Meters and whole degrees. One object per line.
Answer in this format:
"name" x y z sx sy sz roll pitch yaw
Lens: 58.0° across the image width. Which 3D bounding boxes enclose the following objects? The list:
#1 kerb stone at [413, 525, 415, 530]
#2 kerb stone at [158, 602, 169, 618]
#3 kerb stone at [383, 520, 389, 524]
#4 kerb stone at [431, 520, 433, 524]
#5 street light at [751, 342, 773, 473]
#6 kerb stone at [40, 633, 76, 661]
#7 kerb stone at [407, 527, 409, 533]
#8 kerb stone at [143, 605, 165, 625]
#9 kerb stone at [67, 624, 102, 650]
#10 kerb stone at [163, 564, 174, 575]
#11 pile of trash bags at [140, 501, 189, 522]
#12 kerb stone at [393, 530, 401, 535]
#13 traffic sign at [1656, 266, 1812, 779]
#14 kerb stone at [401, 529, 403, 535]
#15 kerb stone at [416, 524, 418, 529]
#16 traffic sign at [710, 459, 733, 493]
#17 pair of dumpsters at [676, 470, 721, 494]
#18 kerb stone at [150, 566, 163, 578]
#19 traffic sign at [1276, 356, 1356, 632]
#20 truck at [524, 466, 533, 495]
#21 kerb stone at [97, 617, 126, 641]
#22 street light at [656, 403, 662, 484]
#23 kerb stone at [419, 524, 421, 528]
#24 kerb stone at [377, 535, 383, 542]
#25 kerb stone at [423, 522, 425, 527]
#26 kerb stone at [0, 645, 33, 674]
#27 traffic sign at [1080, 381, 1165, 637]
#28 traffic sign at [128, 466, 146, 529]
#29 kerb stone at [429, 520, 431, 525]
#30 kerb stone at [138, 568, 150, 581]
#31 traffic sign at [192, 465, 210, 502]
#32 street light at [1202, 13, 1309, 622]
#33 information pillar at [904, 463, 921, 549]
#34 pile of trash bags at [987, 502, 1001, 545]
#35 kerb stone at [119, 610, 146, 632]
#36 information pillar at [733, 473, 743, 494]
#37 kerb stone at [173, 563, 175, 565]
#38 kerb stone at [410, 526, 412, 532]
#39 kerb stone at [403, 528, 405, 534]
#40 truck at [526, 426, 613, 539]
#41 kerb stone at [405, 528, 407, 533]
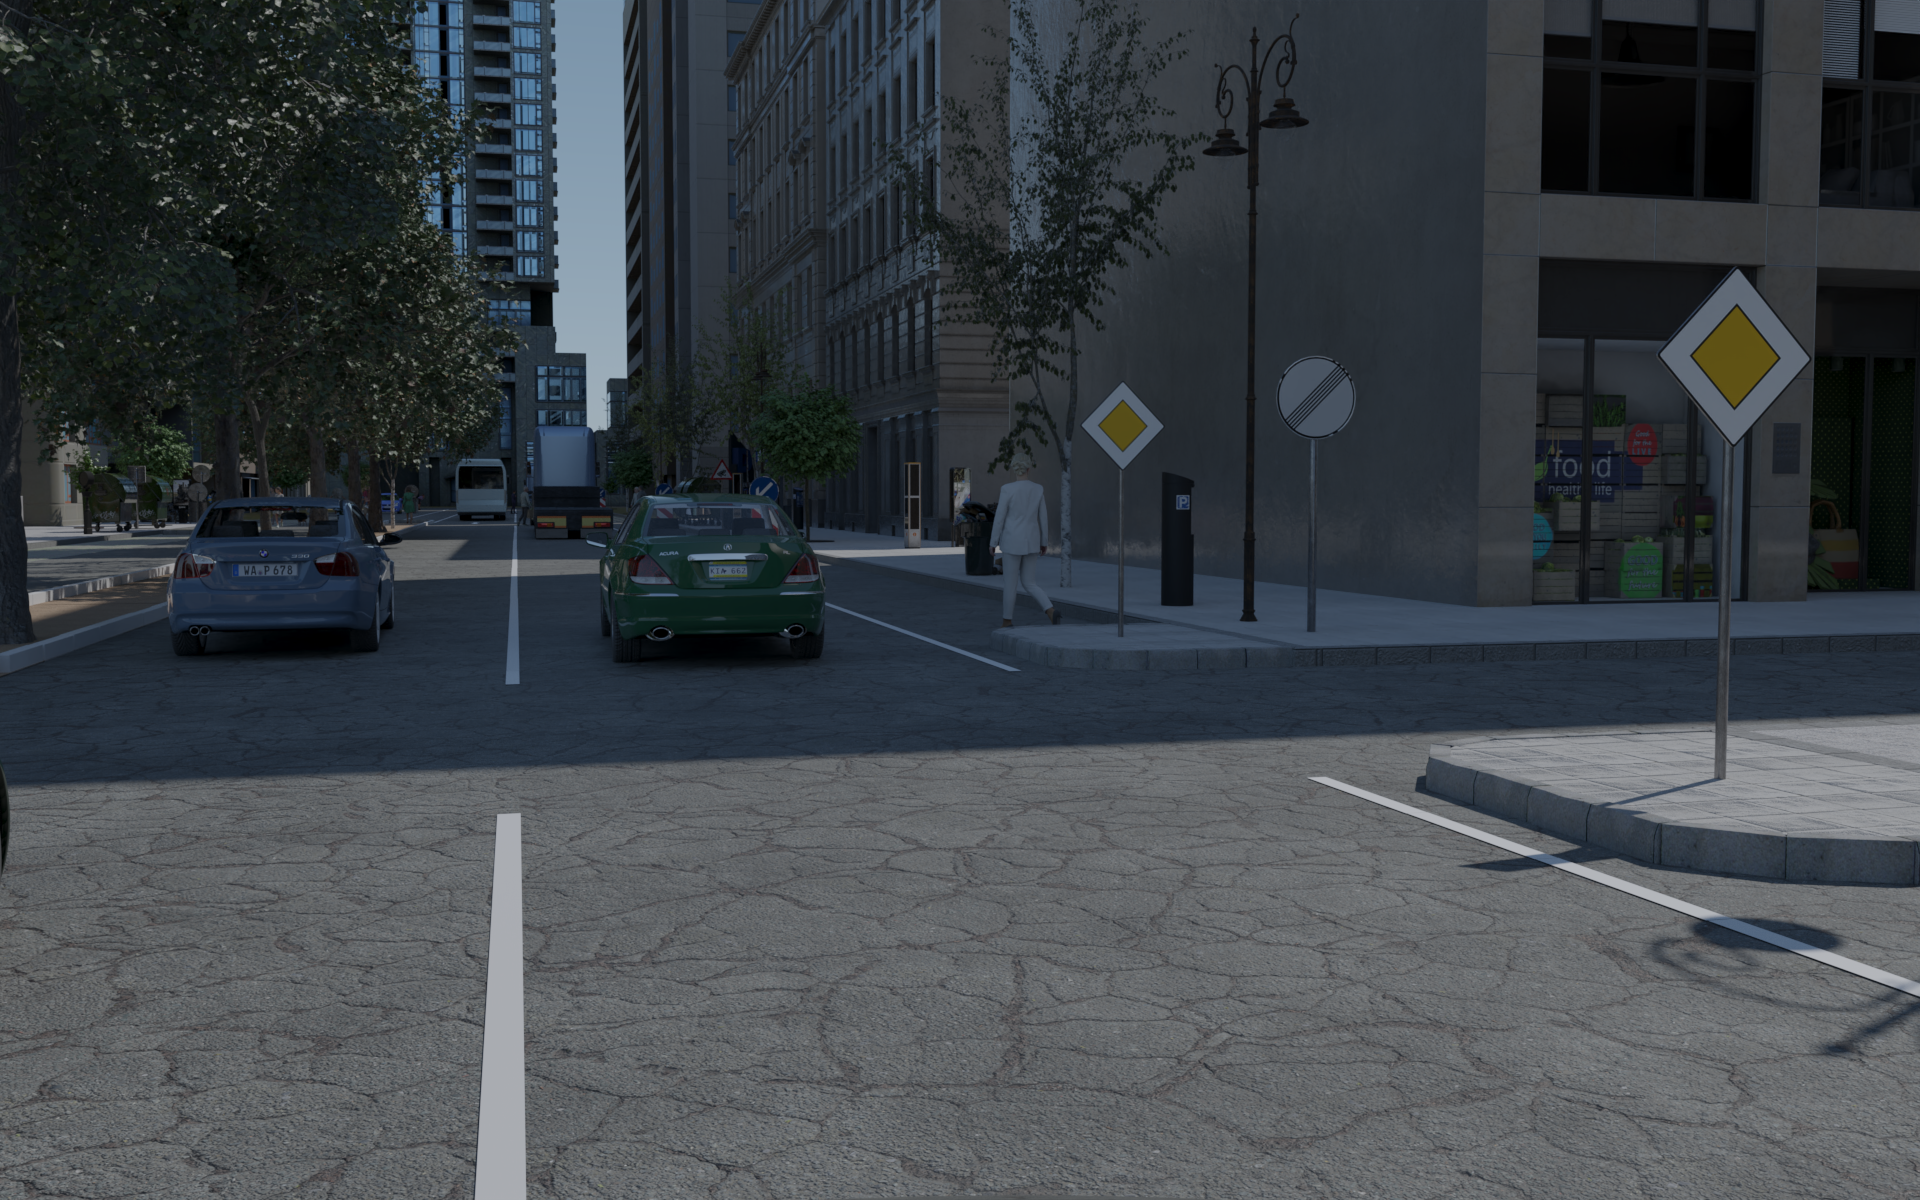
"kerb stone" -21.262 -2.735 66.938 0.120 0.150 1.000 -1 4 -14
"kerb stone" -9.285 0.120 20.230 0.120 0.150 1.000 -1 4 -14
"kerb stone" -27.883 -3.801 84.338 0.120 0.150 1.000 -1 4 -14
"kerb stone" -24.825 -3.588 80.861 0.120 0.150 1.000 -1 4 -14
"street light" -6.047 -4.898 52.875 0.468 5.910 1.993 -1 4 -14
"kerb stone" -8.007 0.427 15.275 0.120 0.150 1.000 -1 4 -14
"kerb stone" -20.240 -2.494 62.978 0.120 0.150 1.000 -1 4 -14
"kerb stone" -9.028 0.186 19.241 0.120 0.150 1.000 -1 4 -14
"kerb stone" -8.262 0.363 16.267 0.120 0.150 1.000 -1 4 -14
"kerb stone" -14.126 -0.514 30.667 0.120 0.150 1.000 -1 4 -14
"pile of trash bags" -36.972 -4.244 79.141 3.447 1.369 1.912 1 4 10
"kerb stone" -19.222 -2.250 58.995 0.120 0.150 1.000 -1 4 -14
"traffic sign" 3.423 -0.251 7.742 0.795 2.450 0.064 -1 4 -14
"kerb stone" -19.478 -2.312 59.995 0.120 0.150 1.000 -1 4 -14
"kerb stone" -21.766 -2.858 68.921 0.120 0.150 1.000 -1 4 -14
"traffic sign" -8.794 -3.919 64.075 0.884 2.594 0.081 -1 4 -12
"pair of dumpsters" -10.681 -4.203 71.213 1.574 2.255 4.437 -1 4 -14
"kerb stone" -13.866 -0.455 29.666 0.120 0.150 1.000 -1 4 -14
"traffic sign" 3.273 -0.976 16.056 0.768 2.556 0.104 -1 4 -9
"truck" -37.234 -10.023 153.637 2.967 4.110 18.799 -1 4 -14
"kerb stone" -8.518 0.302 17.260 0.120 0.150 1.000 -1 4 -14
"street light" -15.257 -7.070 88.385 0.468 5.910 1.993 -1 4 -14
"kerb stone" -22.279 -2.979 70.907 0.120 0.150 1.000 -1 4 -14
"kerb stone" -17.695 -1.886 53.035 0.120 0.150 1.000 -1 4 -14
"kerb stone" -23.040 -3.160 73.900 0.120 0.150 1.000 -1 4 -14
"kerb stone" -7.761 0.486 14.283 0.120 0.150 1.000 -1 4 -14
"traffic sign" 1.440 -0.724 15.478 0.795 2.450 0.064 -1 4 -14
"traffic sign" -29.895 -3.718 62.914 0.606 2.300 0.079 0 4 -7
"kerb stone" -24.317 -3.467 78.876 0.120 0.150 1.000 -1 4 -14
"kerb stone" -13.612 -0.396 28.668 0.120 0.150 1.000 -1 4 -14
"traffic sign" -32.921 -4.592 75.188 0.768 2.556 0.104 -1 4 -8
"street light" 2.912 -2.723 17.301 0.468 5.910 1.993 -1 4 -14
"information pillar" -1.120 -2.214 40.688 0.304 2.012 0.304 -2 4 -23
"pile of trash bags" 1.615 -2.139 44.731 1.912 1.369 3.447 1 4 17
"kerb stone" -8.775 0.242 18.250 0.120 0.150 1.000 -1 4 -14
"information pillar" -7.819 -3.457 61.019 0.304 2.012 0.304 0 4 6
"kerb stone" -14.383 -0.579 31.656 0.120 0.150 1.000 -1 4 -14
"kerb stone" -20.751 -2.615 64.958 0.120 0.150 1.000 -1 4 -14
"kerb stone" -19.727 -2.373 60.988 0.120 0.150 1.000 -1 4 -14
"truck" -14.380 -4.508 63.457 2.967 4.110 18.799 -1 4 -14
"kerb stone" -19.983 -2.434 61.986 0.120 0.150 1.000 -1 4 -14
